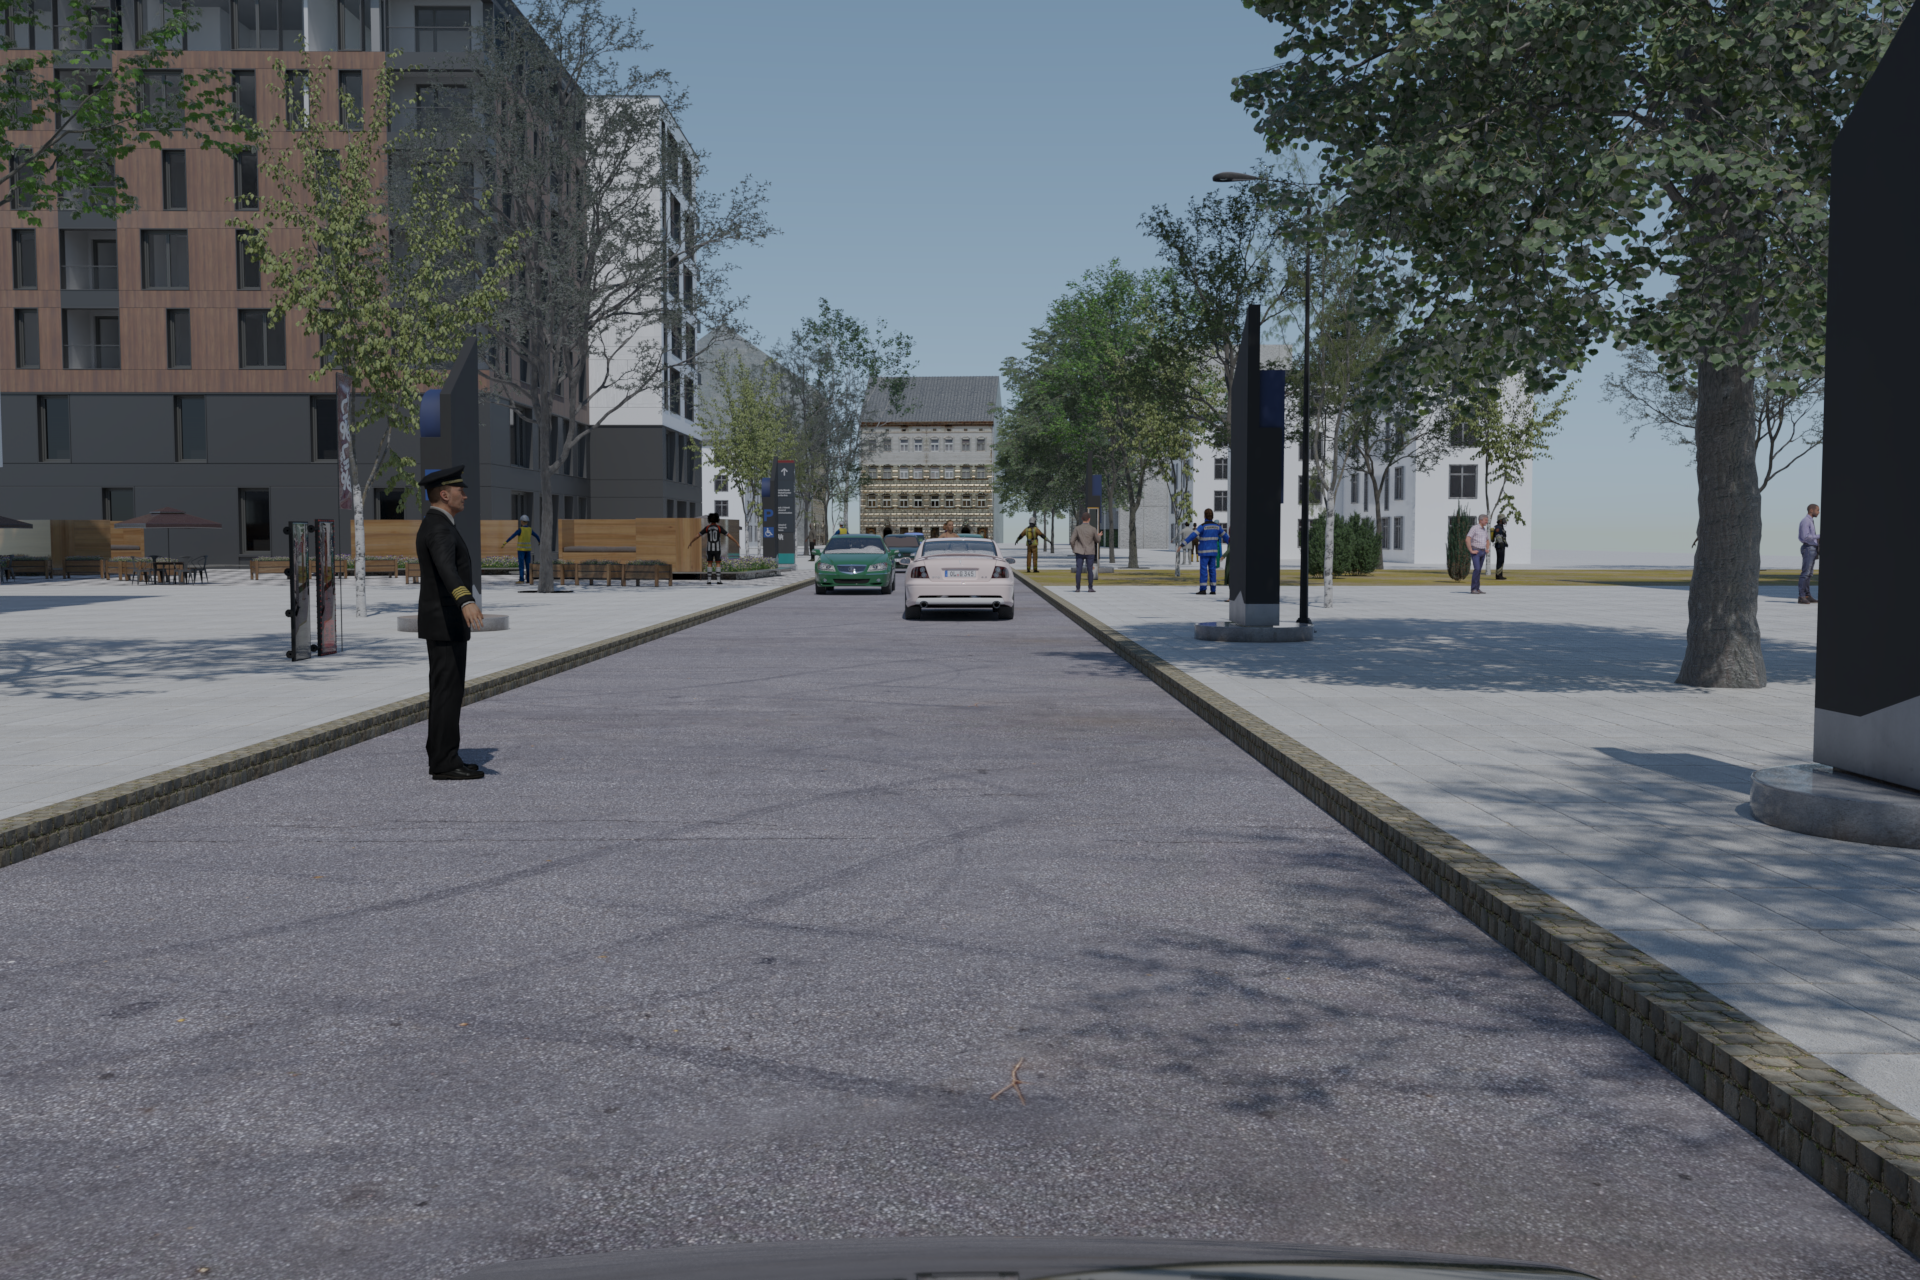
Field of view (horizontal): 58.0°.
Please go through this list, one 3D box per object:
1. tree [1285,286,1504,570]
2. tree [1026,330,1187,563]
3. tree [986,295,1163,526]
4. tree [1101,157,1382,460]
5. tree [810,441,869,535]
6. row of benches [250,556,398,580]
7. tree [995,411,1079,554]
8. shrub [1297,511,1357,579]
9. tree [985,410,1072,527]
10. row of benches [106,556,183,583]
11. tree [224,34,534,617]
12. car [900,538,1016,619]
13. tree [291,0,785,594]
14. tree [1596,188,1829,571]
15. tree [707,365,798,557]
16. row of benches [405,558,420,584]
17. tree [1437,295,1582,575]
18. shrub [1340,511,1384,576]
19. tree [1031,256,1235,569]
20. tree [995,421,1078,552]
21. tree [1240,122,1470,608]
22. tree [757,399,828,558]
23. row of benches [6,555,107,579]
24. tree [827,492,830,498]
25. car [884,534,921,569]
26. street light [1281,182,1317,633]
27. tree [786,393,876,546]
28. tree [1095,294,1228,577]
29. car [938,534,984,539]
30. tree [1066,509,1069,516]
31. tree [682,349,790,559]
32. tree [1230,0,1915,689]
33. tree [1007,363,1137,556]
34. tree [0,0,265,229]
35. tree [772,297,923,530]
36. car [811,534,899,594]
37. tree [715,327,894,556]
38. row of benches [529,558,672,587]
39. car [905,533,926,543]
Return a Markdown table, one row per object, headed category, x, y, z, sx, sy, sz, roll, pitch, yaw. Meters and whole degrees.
| category | x | y | z | sx | sy | sz | roll | pitch | yaw |
| --- | --- | --- | --- | --- | --- | --- | --- | --- | --- |
| tree | 15.344 | -7.853 | 62.816 | 8.767 | 10.594 | 7.601 | 1 | 4 | 16 |
| tree | 6.385 | -8.655 | 75.921 | 7.601 | 10.594 | 8.767 | -1 | 4 | -22 |
| tree | 6.248 | -11.163 | 89.172 | 9.857 | 13.997 | 8.962 | 0 | 3 | 0 |
| tree | 7.054 | -6.591 | 42.180 | 7.601 | 10.594 | 8.767 | -3 | 4 | -36 |
| tree | -9.312 | -10.651 | 124.509 | 4.360 | 8.622 | 3.978 | 0 | 3 | 0 |
| row of benches | -18.168 | -2.071 | 49.316 | 4.104 | 0.672 | 1.422 | -2 | 4 | -35 |
| tree | 5.868 | -10.942 | 113.312 | 8.767 | 10.594 | 7.601 | 2 | 4 | 32 |
| shrub | 10.541 | -2.794 | 49.731 | 1.661 | 2.075 | 1.752 | 0 | 3 | 0 |
| tree | 5.639 | -13.484 | 138.591 | 7.486 | 12.596 | 7.792 | 0 | 3 | 0 |
| row of benches | -22.202 | -1.931 | 47.029 | 1.422 | 0.672 | 4.104 | -3 | 5 | -44 |
| tree | -8.995 | -4.652 | 26.422 | 4.737 | 8.622 | 4.395 | 0 | 3 | 0 |
| car | -0.032 | -1.108 | 30.477 | 2.083 | 1.381 | 4.827 | 0 | 4 | -1 |
| tree | -8.890 | -7.771 | 37.419 | 12.009 | 13.543 | 11.850 | 0 | 3 | 0 |
| tree | 27.850 | -9.178 | 60.424 | 12.009 | 13.543 | 11.850 | 0 | 3 | 0 |
| tree | -8.639 | -7.556 | 73.900 | 4.737 | 8.622 | 4.395 | 0 | 3 | 0 |
| row of benches | -14.096 | -1.875 | 46.116 | 1.422 | 0.672 | 4.104 | 0 | 4 | -7 |
| tree | 16.702 | -6.323 | 53.748 | 4.737 | 8.622 | 4.395 | 0 | 3 | 0 |
| shrub | 12.055 | -2.947 | 52.610 | 1.690 | 2.028 | 1.600 | 0 | 3 | 0 |
| tree | 6.498 | -8.453 | 63.967 | 9.928 | 11.665 | 9.643 | 0 | 3 | 0 |
| tree | 6.351 | -11.662 | 125.081 | 8.767 | 10.594 | 7.601 | 2 | 4 | 32 |
| tree | 6.168 | -4.855 | 29.738 | 4.360 | 8.622 | 3.978 | 0 | 3 | 0 |
| tree | -8.740 | -8.735 | 93.181 | 4.360 | 8.622 | 3.978 | 0 | 3 | 0 |
| row of benches | -26.461 | -2.079 | 49.447 | 4.104 | 0.672 | 1.422 | -1 | 4 | -16 |
| tree | -22.316 | -19.798 | 234.061 | 12.009 | 13.543 | 11.850 | 0 | 3 | 0 |
| car | -2.209 | -3.372 | 64.913 | 2.009 | 1.686 | 4.222 | 0 | 4 | 0 |
| street light | 5.017 | -3.048 | 22.375 | 1.470 | 5.913 | 1.316 | 0 | 4 | 0 |
| tree | -9.160 | -11.068 | 115.369 | 7.601 | 10.594 | 8.767 | -2 | 4 | -32 |
| tree | 6.370 | -6.216 | 52.001 | 4.737 | 8.622 | 4.395 | 0 | 3 | 0 |
| car | 0.022 | -2.198 | 47.742 | 2.131 | 1.459 | 4.920 | 0 | 4 | -1 |
| tree | 17.851 | -20.106 | 239.109 | 12.009 | 13.543 | 11.850 | 0 | 3 | 0 |
| tree | -8.548 | -7.207 | 68.201 | 4.737 | 8.622 | 4.395 | 0 | 3 | 0 |
| tree | 6.382 | -6.580 | 14.232 | 9.857 | 13.997 | 8.962 | 0 | 3 | 0 |
| tree | 6.747 | -10.685 | 100.448 | 9.928 | 11.665 | 9.643 | 0 | 3 | 0 |
| tree | -8.185 | -5.292 | 12.273 | 9.928 | 11.665 | 9.643 | 0 | 3 | 0 |
| tree | -8.959 | -17.224 | 137.495 | 12.611 | 20.169 | 13.585 | 0 | 3 | 0 |
| car | -2.539 | -1.885 | 42.618 | 2.131 | 1.459 | 4.920 | 0 | 4 | 0 |
| tree | -9.094 | -11.730 | 102.161 | 12.009 | 13.543 | 11.850 | 0 | 3 | 0 |
| row of benches | -8.858 | -1.680 | 42.935 | 4.104 | 0.672 | 1.422 | 2 | 4 | 27 |
| car | -2.705 | -5.596 | 101.086 | 1.945 | 1.707 | 3.694 | 0 | 4 | 0 |
